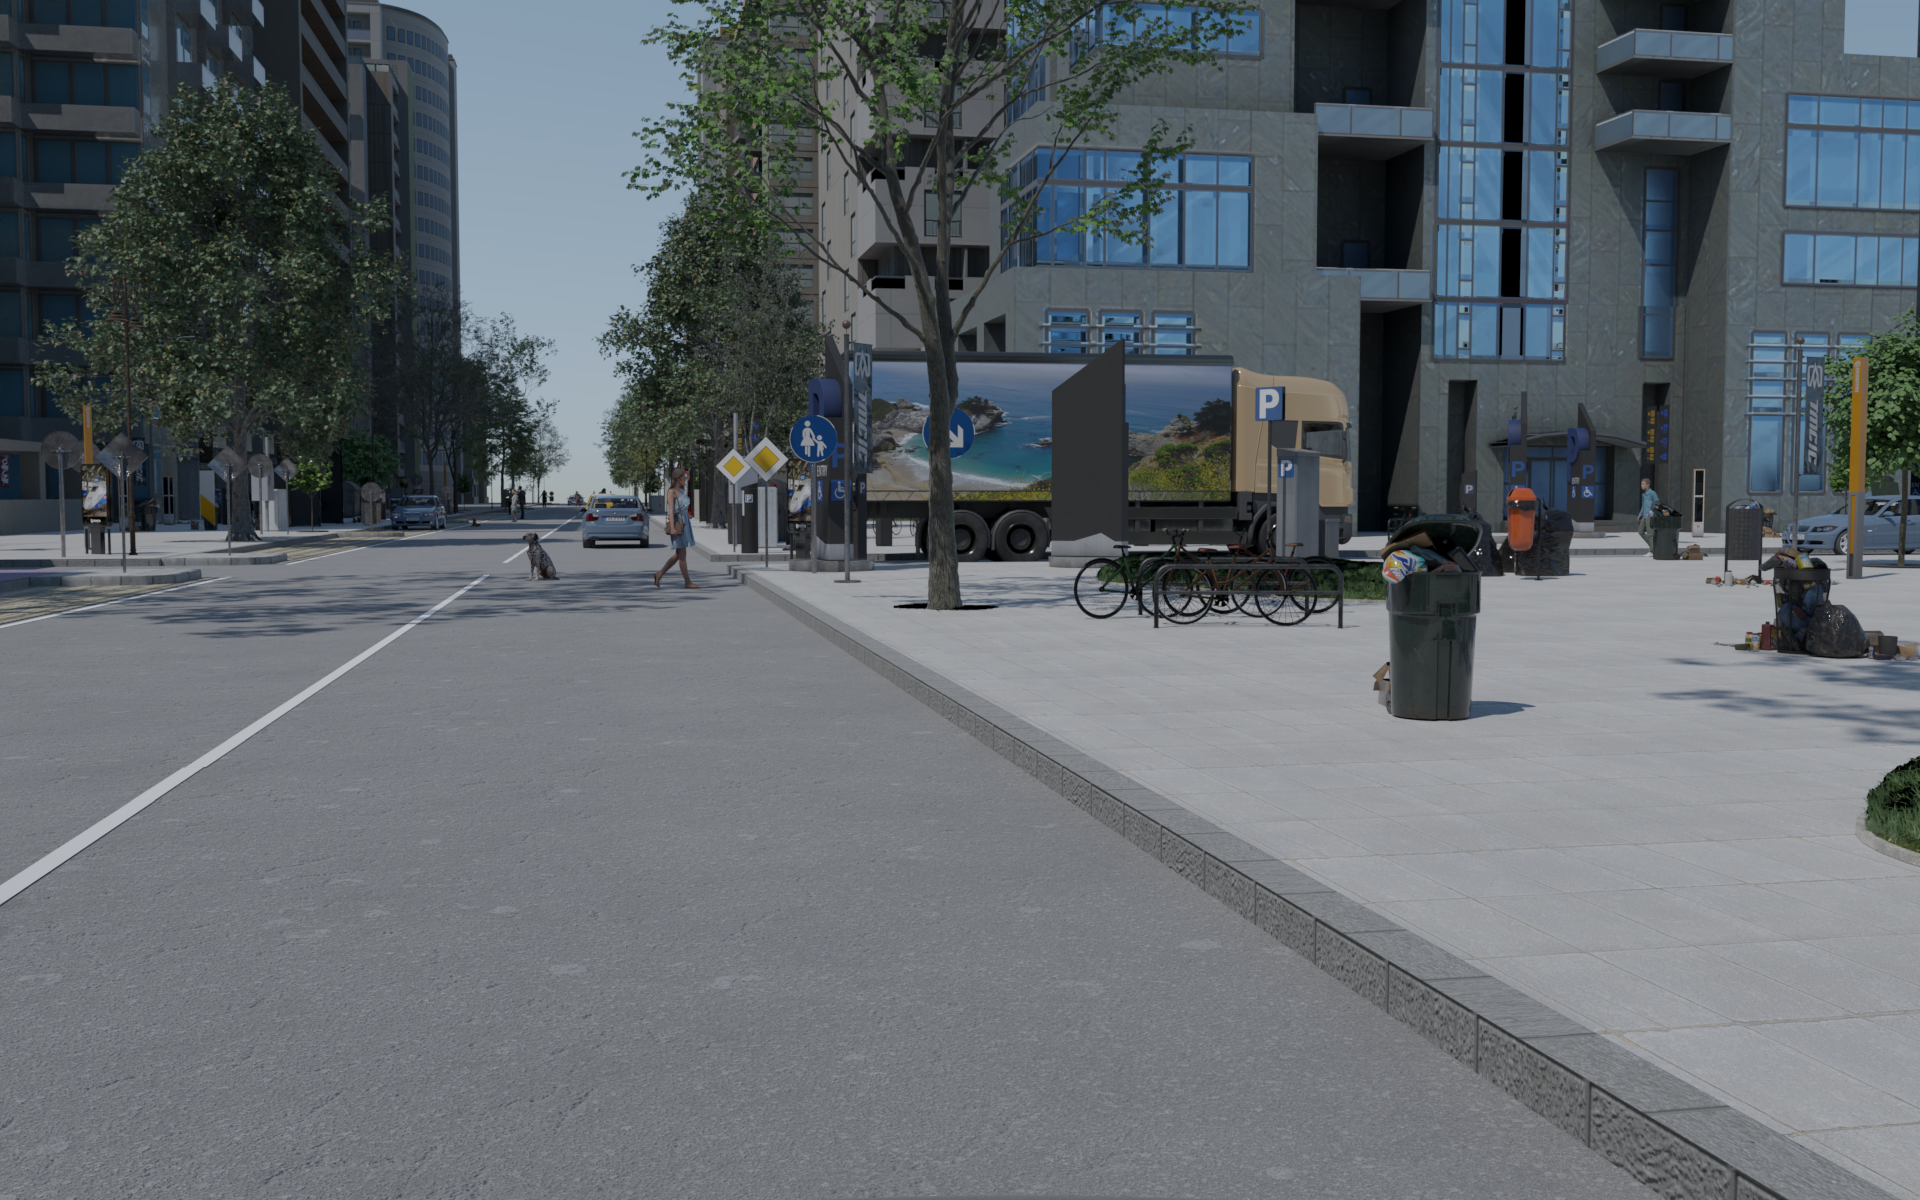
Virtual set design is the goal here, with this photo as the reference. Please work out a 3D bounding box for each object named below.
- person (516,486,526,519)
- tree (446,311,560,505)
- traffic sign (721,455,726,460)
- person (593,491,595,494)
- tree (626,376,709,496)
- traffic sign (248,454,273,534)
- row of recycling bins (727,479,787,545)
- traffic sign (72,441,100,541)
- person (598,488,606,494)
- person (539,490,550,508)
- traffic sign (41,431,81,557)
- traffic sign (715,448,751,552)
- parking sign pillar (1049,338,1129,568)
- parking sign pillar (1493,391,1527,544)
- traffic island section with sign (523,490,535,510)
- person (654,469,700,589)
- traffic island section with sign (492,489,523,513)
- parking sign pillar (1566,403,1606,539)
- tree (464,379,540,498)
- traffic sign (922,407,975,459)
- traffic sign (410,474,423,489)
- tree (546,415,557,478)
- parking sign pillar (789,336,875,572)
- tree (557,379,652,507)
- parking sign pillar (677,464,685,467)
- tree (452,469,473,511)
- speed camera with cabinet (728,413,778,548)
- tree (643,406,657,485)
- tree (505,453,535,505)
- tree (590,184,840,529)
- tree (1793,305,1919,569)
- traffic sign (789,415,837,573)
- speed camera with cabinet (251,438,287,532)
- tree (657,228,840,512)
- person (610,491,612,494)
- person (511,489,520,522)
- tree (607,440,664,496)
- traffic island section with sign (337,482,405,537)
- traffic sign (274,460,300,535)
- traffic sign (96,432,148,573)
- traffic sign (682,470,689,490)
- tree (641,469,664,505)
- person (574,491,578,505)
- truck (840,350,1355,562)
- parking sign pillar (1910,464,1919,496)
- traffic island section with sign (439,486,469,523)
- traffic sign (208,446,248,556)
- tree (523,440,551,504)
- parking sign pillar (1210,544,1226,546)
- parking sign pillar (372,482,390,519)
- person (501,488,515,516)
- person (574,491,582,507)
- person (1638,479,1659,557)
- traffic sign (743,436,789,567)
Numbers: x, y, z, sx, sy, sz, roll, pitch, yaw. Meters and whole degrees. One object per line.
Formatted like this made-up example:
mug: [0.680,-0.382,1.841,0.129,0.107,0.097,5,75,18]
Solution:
person: [-24.960,-5.534,98.337,0.474,1.900,0.648,0,4,0]
tree: [-48.280,-19.974,182.469,12.611,20.169,13.585,0,3,0]
traffic sign: [-7.208,-3.342,54.753,0.768,2.556,0.104,0,4,-7]
person: [-46.674,-12.995,221.047,0.705,1.814,1.350,2,4,32]
tree: [-15.087,-8.649,91.771,4.737,8.622,4.395,0,3,0]
traffic sign: [-22.196,-3.355,54.961,0.768,2.556,0.104,0,4,-7]
row of recycling bins: [-5.333,-2.358,45.674,1.069,1.692,3.534,1,4,10]
traffic sign: [-20.858,-2.518,41.280,0.768,2.556,0.104,0,4,-6]
person: [-21.121,-5.712,102.150,0.793,1.790,0.793,2,4,27]
person: [-44.106,-10.747,183.844,1.348,1.869,0.705,1,4,20]
traffic sign: [-18.201,-2.140,35.092,0.768,2.556,0.104,-1,4,-9]
traffic sign: [-4.968,-2.105,38.064,0.795,2.450,0.064,-1,4,-11]
parking sign pillar: [2.289,-2.569,30.468,1.447,3.967,1.447,1,4,22]
parking sign pillar: [14.473,-3.454,44.941,1.447,3.967,1.447,1,4,17]
traffic island section with sign: [-40.305,-9.247,159.809,1.989,1.847,2.006,-1,4,-11]
person: [-4.296,-1.073,26.130,0.778,1.811,0.616,1,4,15]
traffic island section with sign: [-34.951,-7.629,133.366,1.989,1.847,2.006,-1,4,-11]
parking sign pillar: [18.129,-3.796,50.540,1.447,3.967,1.447,0,4,3]
tree: [-44.559,-15.398,169.883,7.486,12.596,7.792,0,3,0]
traffic sign: [-0.166,-1.538,25.255,0.768,2.556,0.104,0,4,-3]
traffic sign: [-34.014,-6.626,108.444,0.768,2.556,0.104,0,4,-5]
tree: [-62.256,-21.126,255.771,12.009,13.543,11.850,0,3,0]
parking sign pillar: [-2.161,-2.483,29.065,1.447,3.967,1.447,-1,4,-18]
tree: [-32.363,-16.335,177.453,12.009,13.543,11.850,0,3,0]
parking sign pillar: [-17.447,-7.388,109.259,1.447,3.967,1.447,-2,4,-29]
tree: [-38.517,-8.529,134.046,1.663,3.219,1.824,0,3,0]
speed camera with cabinet: [-5.007,-2.904,41.816,0.660,3.252,2.038,-2,4,-26]
tree: [-13.141,-8.088,82.600,4.360,8.622,3.978,0,3,0]
tree: [-54.298,-16.049,212.763,4.737,8.622,4.395,0,3,0]
tree: [-8.865,-8.994,64.062,9.611,12.733,9.660,0,3,0]
tree: [16.497,-2.855,30.390,4.285,4.588,4.351,0,3,0]
traffic sign: [-2.359,-1.702,27.933,0.768,2.556,0.104,0,4,-3]
speed camera with cabinet: [-23.721,-3.982,59.448,0.660,3.252,2.038,0,4,-4]
tree: [-5.436,-5.955,47.734,4.360,8.622,3.978,0,3,0]
person: [-32.666,-9.300,161.354,0.742,1.727,0.445,-3,5,-42]
person: [-22.678,-4.812,88.185,0.522,1.701,0.512,-2,4,-27]
tree: [-41.261,-18.614,222.470,7.486,12.596,7.792,0,3,0]
traffic island section with sign: [-19.660,-3.011,57.865,1.989,1.847,2.006,-1,4,-11]
traffic sign: [-21.301,-3.281,54.836,0.795,2.450,0.064,-1,4,-10]
traffic sign: [-13.624,-1.501,28.192,0.795,2.450,0.064,-1,4,-11]
traffic sign: [-14.365,-5.467,89.490,0.768,2.556,0.104,-1,4,-8]
tree: [-23.307,-8.366,131.383,1.663,3.219,1.824,0,3,0]
person: [-48.283,-12.811,217.941,1.348,1.826,0.705,1,4,19]
truck: [3.085,-2.867,35.796,11.283,4.237,2.839,-1,4,-10]
parking sign pillar: [40.880,-5.232,74.018,1.447,3.967,1.447,2,4,29]
traffic island section with sign: [-25.153,-4.668,84.944,1.989,1.847,2.006,-1,4,-11]
traffic sign: [-15.209,-1.980,36.019,0.795,2.450,0.064,-1,4,-11]
tree: [-60.122,-18.121,246.644,4.360,8.622,3.978,0,3,0]
parking sign pillar: [6.946,-3.347,43.193,1.447,3.967,1.447,2,4,29]
parking sign pillar: [-30.237,-6.228,90.308,1.447,3.967,1.447,0,4,5]
person: [-29.556,-6.460,114.127,1.348,1.823,0.705,-2,4,-24]
person: [-43.481,-11.506,197.182,0.990,1.755,0.434,-2,4,-26]
person: [15.745,-1.877,39.525,0.444,1.785,0.601,0,4,2]
traffic sign: [-3.383,-1.627,30.237,0.795,2.450,0.064,-1,4,-11]
